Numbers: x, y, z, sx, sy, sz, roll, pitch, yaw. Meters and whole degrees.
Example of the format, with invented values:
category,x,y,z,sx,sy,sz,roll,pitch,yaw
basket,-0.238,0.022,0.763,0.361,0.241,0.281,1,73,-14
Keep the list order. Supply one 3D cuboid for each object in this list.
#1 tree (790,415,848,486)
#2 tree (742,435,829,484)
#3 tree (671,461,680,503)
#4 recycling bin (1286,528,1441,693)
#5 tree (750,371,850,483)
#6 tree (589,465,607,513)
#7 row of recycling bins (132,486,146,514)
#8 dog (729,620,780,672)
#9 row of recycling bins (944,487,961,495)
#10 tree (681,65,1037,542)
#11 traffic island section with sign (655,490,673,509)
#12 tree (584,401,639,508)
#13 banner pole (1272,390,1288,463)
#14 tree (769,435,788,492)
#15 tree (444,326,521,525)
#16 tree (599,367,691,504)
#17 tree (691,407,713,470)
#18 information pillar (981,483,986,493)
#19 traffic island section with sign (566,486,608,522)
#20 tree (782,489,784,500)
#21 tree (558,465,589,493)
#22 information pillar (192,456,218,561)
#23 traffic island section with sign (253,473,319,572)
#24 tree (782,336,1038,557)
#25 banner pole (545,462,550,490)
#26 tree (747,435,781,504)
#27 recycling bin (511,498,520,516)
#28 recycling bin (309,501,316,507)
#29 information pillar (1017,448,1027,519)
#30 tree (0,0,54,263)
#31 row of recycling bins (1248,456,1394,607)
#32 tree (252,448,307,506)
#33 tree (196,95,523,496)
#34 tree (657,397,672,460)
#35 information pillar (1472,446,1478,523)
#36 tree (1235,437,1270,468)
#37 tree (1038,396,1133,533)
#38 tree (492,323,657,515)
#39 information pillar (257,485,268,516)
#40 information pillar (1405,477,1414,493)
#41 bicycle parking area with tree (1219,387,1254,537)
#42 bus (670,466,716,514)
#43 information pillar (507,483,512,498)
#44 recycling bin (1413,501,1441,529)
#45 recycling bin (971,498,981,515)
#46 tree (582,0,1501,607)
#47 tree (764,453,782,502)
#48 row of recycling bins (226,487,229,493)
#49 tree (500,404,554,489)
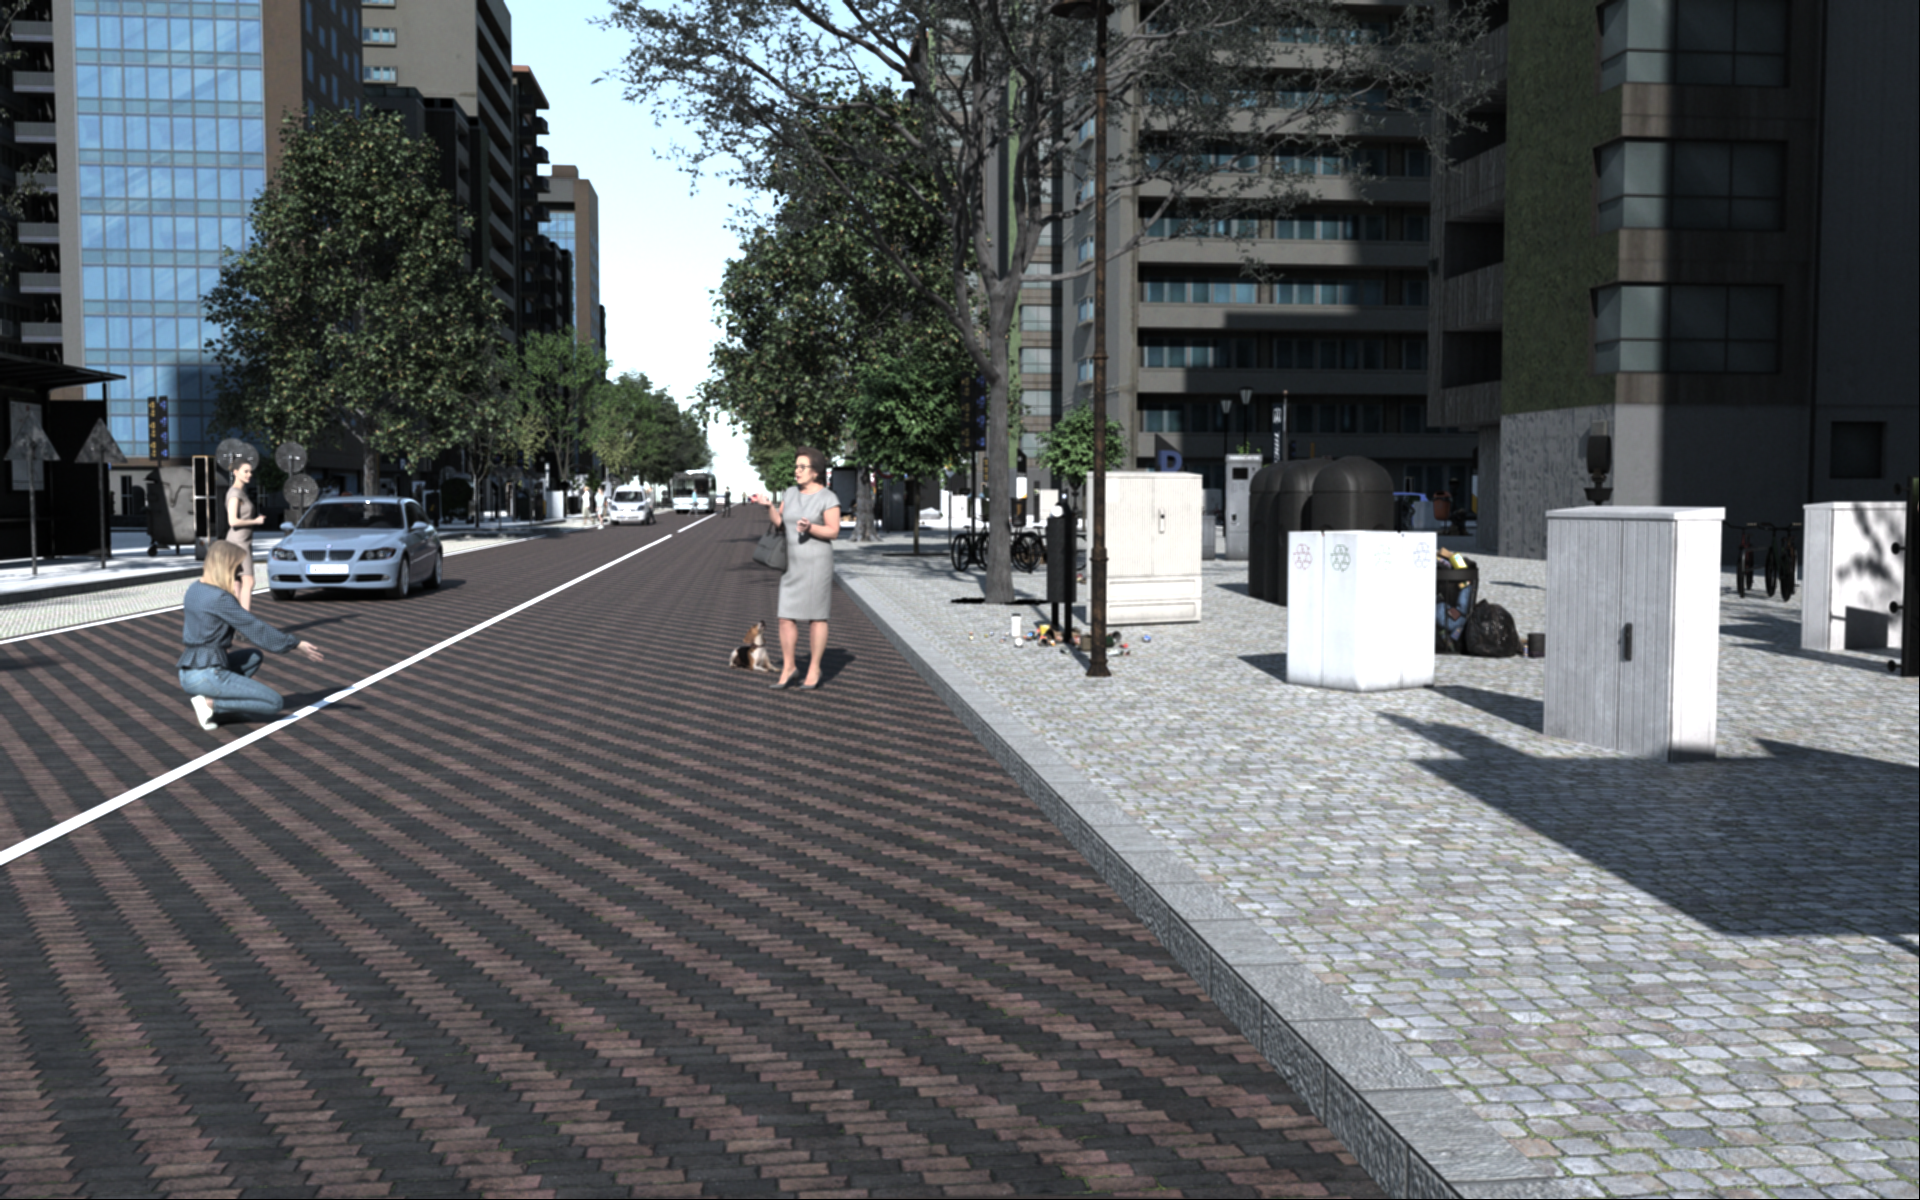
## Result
category,x,y,z,sx,sy,sz,roll,pitch,yaw
tree,-7.056,-8.412,87.901,4.360,8.622,3.978,0,3,0
tree,-15.788,-15.659,162.683,9.857,13.997,8.962,0,3,0
tree,-38.372,-17.254,232.463,4.360,8.622,3.978,0,3,0
recycling bin,2.684,0.058,11.602,0.722,1.027,0.722,-2,4,-33
tree,-11.229,-12.453,121.726,7.486,12.596,7.792,0,3,0
tree,-24.629,-7.443,116.296,1.663,3.219,1.824,0,3,0
row of recycling bins,-38.391,-4.697,83.909,3.534,1.692,1.069,-1,4,-22
dog,-1.652,0.363,14.263,0.550,0.427,0.748,1,4,12
row of recycling bins,-1.144,-6.154,107.726,3.534,1.692,1.069,2,4,32
tree,-2.698,-7.925,46.585,9.611,12.733,9.660,0,3,0
traffic island section with sign,-28.025,-9.552,164.802,1.989,1.847,2.006,0,4,-7
tree,-27.921,-11.477,138.011,4.737,8.622,4.395,0,3,0
banner pole,7.752,-3.178,41.977,0.401,3.779,0.863,-1,4,-18
tree,-21.324,-15.641,206.084,4.737,8.622,4.395,0,3,0
tree,-19.731,-7.345,70.453,4.360,8.622,3.978,0,3,0
tree,-31.691,-16.264,172.564,9.857,13.997,8.962,0,3,0
tree,-36.383,-18.958,216.621,9.857,13.997,8.962,0,3,0
information pillar,1.601,-6.997,118.887,0.304,2.012,0.304,-1,4,-12
traffic island section with sign,-19.059,-4.887,88.536,1.989,1.847,2.006,0,4,-7
tree,-18.908,-20.315,188.040,12.611,20.169,13.585,0,3,0
tree,-25.612,-7.308,114.094,1.663,3.219,1.824,0,3,0
information pillar,-14.504,-1.761,33.289,0.304,2.012,0.304,0,4,7
traffic island section with sign,-12.502,-1.469,32.644,1.989,1.847,2.006,0,4,-7
tree,-0.921,-3.202,36.061,4.285,4.588,4.351,0,3,0
banner pole,-28.659,-7.940,119.836,0.863,3.779,0.401,2,4,33
tree,-24.777,-18.684,231.236,9.928,11.665,9.643,0,3,0
recycling bin,-26.250,-5.530,102.972,0.722,1.027,0.722,2,4,25
recycling bin,-33.051,-4.596,87.697,0.722,1.027,0.722,-3,5,-41
information pillar,3.109,-5.883,87.545,0.504,3.616,0.183,1,4,16
tree,-14.171,-4.445,23.044,4.360,8.622,3.978,0,3,0
row of recycling bins,4.119,-0.800,20.193,1.069,1.692,3.534,0,4,-5
tree,-27.108,-4.528,68.635,1.663,3.219,1.824,0,3,0
tree,-17.285,-8.150,50.255,9.611,12.733,9.660,0,3,0
tree,-30.073,-14.084,156.029,9.928,11.665,9.643,0,3,0
information pillar,22.692,-5.167,75.831,0.504,3.616,0.183,2,4,25
tree,9.566,-3.889,58.191,1.663,3.219,1.824,0,3,0
tree,4.263,-4.561,58.286,4.285,4.588,4.351,0,3,0
tree,-24.453,-11.051,106.434,9.928,11.665,9.643,0,3,0
information pillar,-28.803,-4.103,71.576,0.304,2.012,0.304,1,4,11
information pillar,19.431,-4.308,74.921,0.304,2.012,0.304,3,5,40
bicycle parking area with tree,7.628,-3.797,49.089,9.016,4.147,8.231,1,4,16
bus,-19.718,-8.202,128.965,2.948,3.499,13.247,0,4,-6
information pillar,-30.898,-6.988,118.751,0.304,2.012,0.304,-2,4,-27
recycling bin,16.697,-3.020,61.926,0.722,1.027,0.722,-1,4,-19
recycling bin,0.803,-5.614,104.349,0.722,1.027,0.722,3,4,38
tree,0.387,-6.693,19.801,12.009,13.543,11.850,0,3,0
tree,-11.067,-7.923,113.256,4.285,4.588,4.351,0,3,0
row of recycling bins,-32.204,-4.124,74.532,1.069,1.692,3.534,0,4,-2
tree,-32.587,-10.958,129.526,4.737,8.622,4.395,0,3,0
